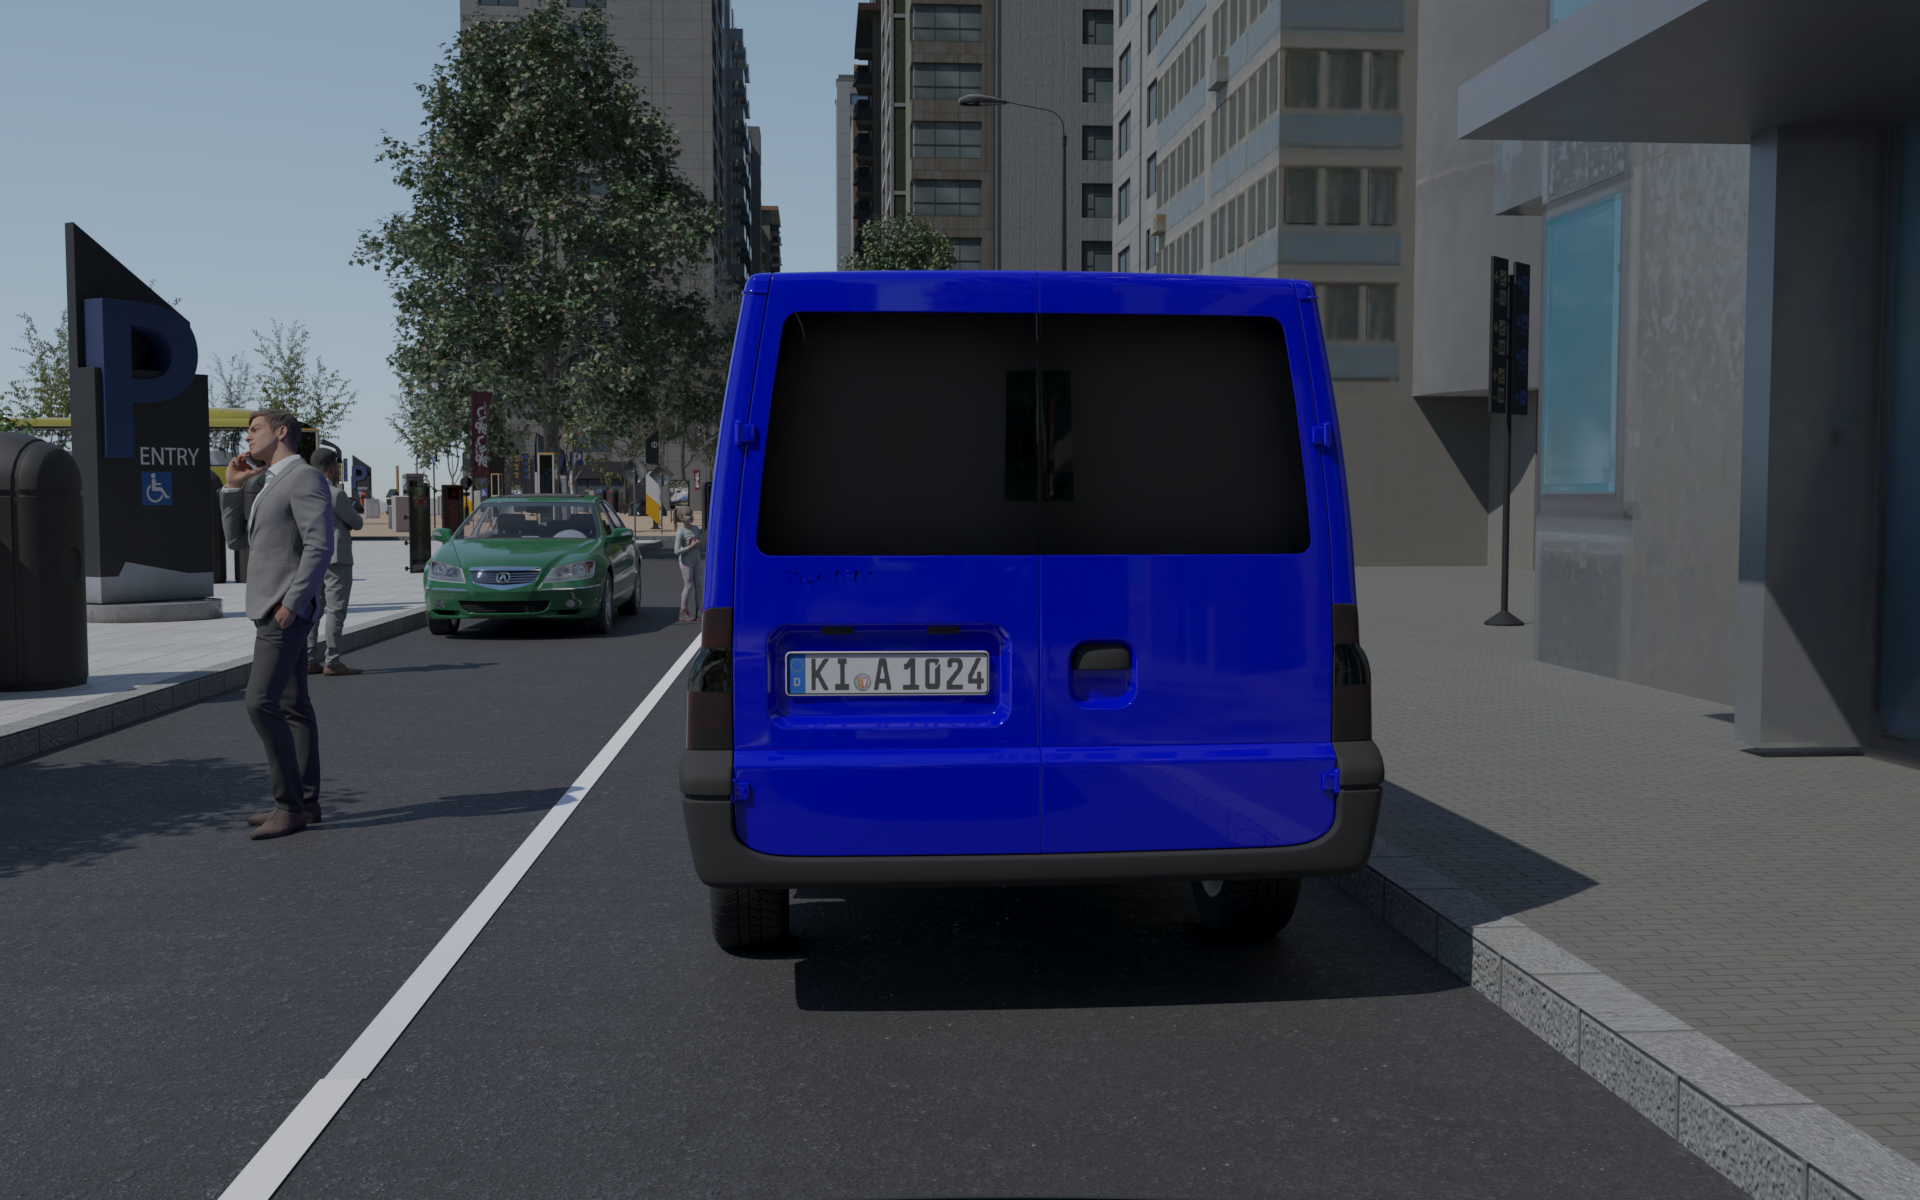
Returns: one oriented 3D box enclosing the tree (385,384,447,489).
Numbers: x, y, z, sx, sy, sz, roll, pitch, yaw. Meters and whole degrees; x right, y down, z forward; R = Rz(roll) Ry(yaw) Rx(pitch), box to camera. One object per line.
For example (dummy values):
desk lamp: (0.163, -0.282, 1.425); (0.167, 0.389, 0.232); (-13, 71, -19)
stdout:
tree: (-33.947, -9.718, 109.254); (4.737, 8.622, 4.395); (0, 3, 0)

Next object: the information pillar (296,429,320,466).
information pillar: (-7.394, -0.925, 19.612); (0.304, 2.012, 0.304); (-1, 4, -20)

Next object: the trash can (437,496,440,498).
trash can: (-36.370, -6.731, 121.702); (0.748, 1.137, 0.748); (0, 3, 0)

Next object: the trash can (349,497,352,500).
trash can: (-30.931, -4.614, 87.093); (0.748, 1.137, 0.748); (0, 3, 0)

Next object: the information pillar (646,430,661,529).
information pillar: (-11.147, -4.375, 62.882); (0.504, 3.616, 0.183); (0, 4, 2)

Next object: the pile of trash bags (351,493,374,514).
pile of trash bags: (-39.168, -6.356, 113.669); (1.912, 1.369, 3.447); (-1, 4, -20)

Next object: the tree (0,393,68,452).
tree: (-18.367, -2.365, 33.271); (1.663, 3.219, 1.824); (0, 3, 0)

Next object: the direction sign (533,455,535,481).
direction sign: (-25.071, -6.692, 101.412); (0.876, 3.537, 0.379); (2, 4, 25)

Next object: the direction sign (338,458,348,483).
direction sign: (-39.097, -7.199, 109.705); (0.876, 3.537, 0.379); (2, 4, 26)

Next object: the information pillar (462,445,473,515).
information pillar: (-23.304, -5.543, 81.980); (0.504, 3.616, 0.183); (1, 4, 17)

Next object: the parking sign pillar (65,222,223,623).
parking sign pillar: (-8.394, -1.792, 17.774); (1.447, 3.967, 1.447); (2, 4, 30)

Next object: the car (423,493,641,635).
car: (-4.629, -0.455, 19.229); (2.131, 1.459, 4.920); (0, 4, -4)

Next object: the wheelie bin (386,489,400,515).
wheelie bin: (-34.644, -5.991, 105.853); (0.980, 1.594, 0.693); (2, 4, 31)

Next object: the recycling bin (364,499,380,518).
recycling bin: (-31.144, -4.842, 91.717); (0.722, 1.027, 0.722); (-1, 4, -22)

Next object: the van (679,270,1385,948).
van: (-0.027, -0.172, 7.193); (2.240, 2.365, 5.245); (0, 4, -5)

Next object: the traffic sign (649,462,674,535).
traffic sign: (-9.377, -3.107, 54.445); (0.795, 2.450, 0.064); (0, 4, -5)

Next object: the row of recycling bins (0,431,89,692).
row of recycling bins: (-7.005, -0.199, 10.366); (1.069, 1.692, 3.534); (2, 4, 33)

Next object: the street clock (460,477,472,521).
street clock: (-20.386, -4.097, 71.549); (0.471, 2.002, 0.358); (-2, 4, -27)

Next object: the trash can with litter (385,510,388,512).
trash can with litter: (-38.897, -6.570, 118.804); (0.624, 1.170, 1.055); (3, 4, 38)

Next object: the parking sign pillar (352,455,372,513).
parking sign pillar: (-41.045, -7.969, 118.764); (1.447, 3.967, 1.447); (0, 4, 4)

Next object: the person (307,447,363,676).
person: (-4.979, -0.313, 13.796); (0.511, 1.800, 0.466); (1, 4, 19)

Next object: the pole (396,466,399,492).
pole: (-40.130, -7.937, 123.607); (0.158, 3.312, 0.155); (0, 3, 0)

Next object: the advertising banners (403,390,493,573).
advertising banners: (-8.463, -1.994, 28.794); (0.090, 3.025, 2.074); (2, 4, 27)

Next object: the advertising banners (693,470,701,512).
advertising banners: (-18.286, -7.902, 125.381); (2.074, 3.025, 0.090); (0, 4, 1)

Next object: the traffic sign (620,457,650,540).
traffic sign: (-8.726, -2.620, 46.486); (0.795, 2.450, 0.064); (0, 4, -5)

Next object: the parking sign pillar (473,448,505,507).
parking sign pillar: (-21.224, -5.512, 78.599); (1.447, 3.967, 1.447); (1, 4, 21)

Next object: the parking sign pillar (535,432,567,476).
parking sign pillar: (-17.648, -5.284, 74.859); (1.447, 3.967, 1.447); (-1, 4, -16)

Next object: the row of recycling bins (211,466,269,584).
row of recycling bins: (-11.419, -1.076, 24.705); (3.534, 1.692, 1.069); (-1, 4, -21)

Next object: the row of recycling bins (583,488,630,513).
row of recycling bins: (-24.265, -6.841, 118.958); (3.534, 1.692, 1.069); (1, 4, 17)

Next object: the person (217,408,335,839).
person: (-2.921, 0.077, 7.415); (0.473, 1.802, 0.592); (-1, 4, -19)

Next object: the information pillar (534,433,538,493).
information pillar: (-16.107, -4.561, 65.923); (0.183, 3.616, 0.504); (0, 4, -7)

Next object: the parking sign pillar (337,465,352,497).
parking sign pillar: (-38.611, -7.231, 106.692); (1.447, 3.967, 1.447); (0, 4, -6)

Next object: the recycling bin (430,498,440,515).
recycling bin: (-31.896, -5.666, 105.188); (0.722, 1.027, 0.722); (0, 4, 6)

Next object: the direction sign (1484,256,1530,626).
direction sign: (5.335, -1.522, 16.875); (0.379, 3.537, 0.876); (3, 5, 40)

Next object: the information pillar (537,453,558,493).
information pillar: (-7.358, -1.619, 30.969); (0.304, 2.012, 0.304); (0, 4, 0)

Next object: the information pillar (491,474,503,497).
information pillar: (-16.602, -3.524, 62.115); (0.304, 2.012, 0.304); (1, 4, 9)

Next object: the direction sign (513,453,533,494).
direction sign: (-24.358, -6.366, 96.086); (0.876, 3.537, 0.379); (0, 4, -1)

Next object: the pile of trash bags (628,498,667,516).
pile of trash bags: (-17.471, -5.545, 100.412); (3.447, 1.369, 1.912); (-1, 4, -19)

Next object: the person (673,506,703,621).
person: (-3.023, -0.416, 19.588); (0.394, 1.301, 0.425); (1, 4, 20)
